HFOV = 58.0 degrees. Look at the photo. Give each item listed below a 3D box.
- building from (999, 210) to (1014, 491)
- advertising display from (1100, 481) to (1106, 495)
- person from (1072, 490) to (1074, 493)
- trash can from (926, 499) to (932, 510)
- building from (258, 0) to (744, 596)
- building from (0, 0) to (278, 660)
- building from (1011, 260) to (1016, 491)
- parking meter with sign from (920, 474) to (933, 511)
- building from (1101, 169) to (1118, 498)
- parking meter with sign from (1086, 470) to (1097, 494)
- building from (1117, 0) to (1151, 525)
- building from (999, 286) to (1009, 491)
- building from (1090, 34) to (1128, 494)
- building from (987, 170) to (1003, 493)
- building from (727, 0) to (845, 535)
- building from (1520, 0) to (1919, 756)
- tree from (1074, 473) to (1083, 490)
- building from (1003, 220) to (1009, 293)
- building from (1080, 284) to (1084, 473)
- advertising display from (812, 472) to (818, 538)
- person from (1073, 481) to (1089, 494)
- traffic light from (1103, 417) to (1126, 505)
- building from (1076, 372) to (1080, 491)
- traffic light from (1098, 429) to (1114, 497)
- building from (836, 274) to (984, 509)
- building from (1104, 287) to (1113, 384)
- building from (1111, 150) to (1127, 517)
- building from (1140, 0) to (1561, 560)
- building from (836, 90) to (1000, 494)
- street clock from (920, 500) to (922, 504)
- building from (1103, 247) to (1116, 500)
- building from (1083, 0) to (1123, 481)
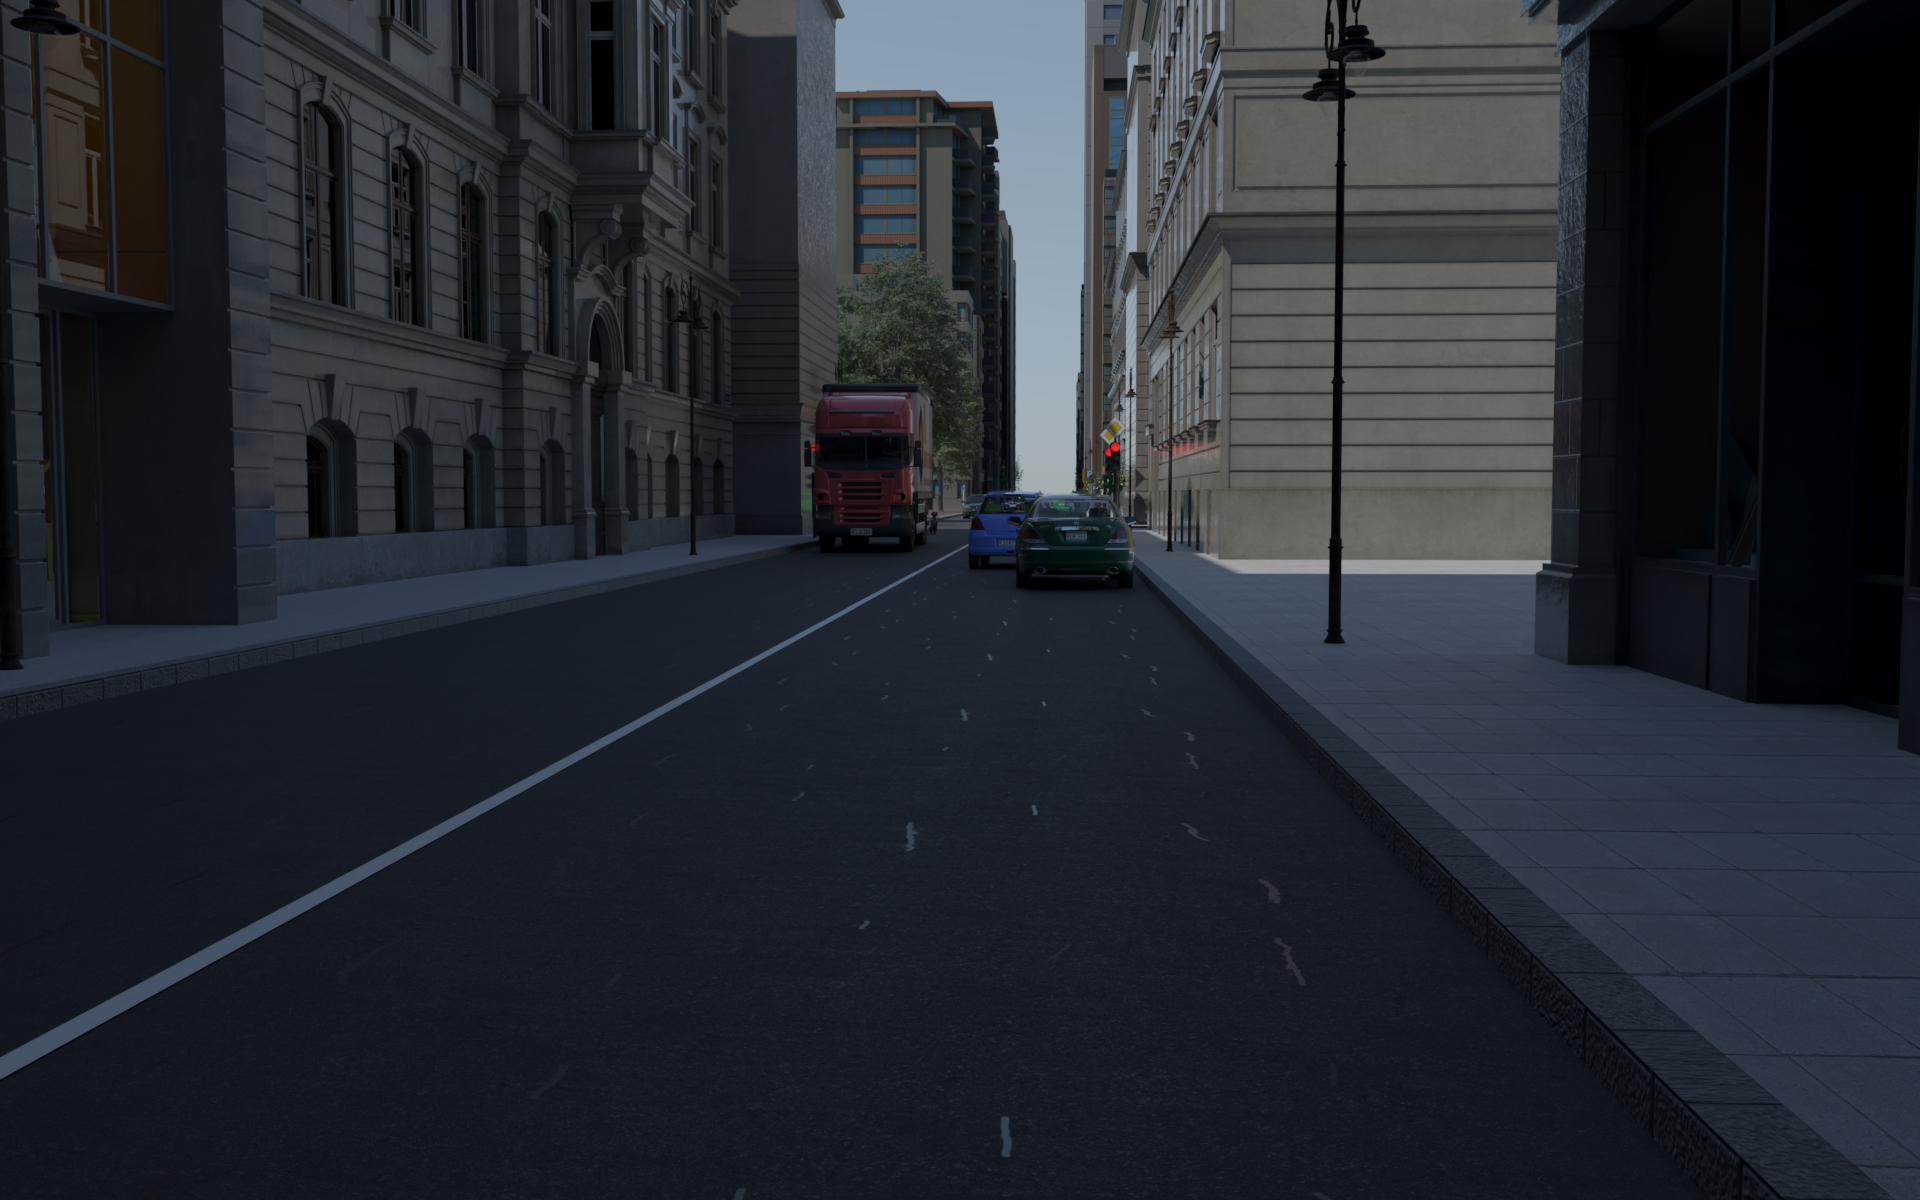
[{"bbox_3d":[1.484,-38.509,279.733,14.600,45.320,14.200,0,4,3],"label":"building"},{"bbox_3d":[6.685,-4.644,81.150,0.123,1.923,0.974,0,4,-4],"label":"advertising display"},{"bbox_3d":[9.468,-8.454,147.167,0.683,1.767,0.568,0,4,4],"label":"person"},{"bbox_3d":[-2.465,-7.843,139.892,0.748,1.137,0.748,0,3,0],"label":"trash can"},{"bbox_3d":[-12.926,-13.199,34.890,14.460,24.649,34.723,0,4,3],"label":"building"},{"bbox_3d":[-13.235,-13.761,2.494,11.434,29.767,29.804,0,4,3],"label":"building"},{"bbox_3d":[2.316,-37.354,294.324,14.154,41.232,14.086,0,4,3],"label":"building"},{"bbox_3d":[-2.947,-8.335,132.538,1.738,3.016,0.543,0,3,0],"label":"parking meter with sign"},{"bbox_3d":[19.803,-23.510,156.095,14.160,30.474,14.107,0,4,3],"label":"building"},{"bbox_3d":[9.666,-7.937,126.031,0.543,3.016,1.738,-1,4,-13],"label":"parking meter with sign"},{"bbox_3d":[19.610,-17.028,75.668,25.104,27.353,12.463,0,4,3],"label":"building"},{"bbox_3d":[-0.607,-28.481,237.370,14.160,30.474,14.107,0,4,3],"label":"building"},{"bbox_3d":[19.872,-31.804,170.108,14.600,45.320,14.200,0,4,3],"label":"building"},{"bbox_3d":[-2.387,-32.384,213.070,14.154,41.232,14.086,0,4,3],"label":"building"},{"bbox_3d":[-13.547,-12.814,58.663,18.267,20.994,9.793,0,4,3],"label":"building"},{"bbox_3d":[8.953,-9.832,11.662,10.553,20.767,40.483,0,4,3],"label":"building"},{"bbox_3d":[16.546,-15.008,229.096,4.285,4.588,4.351,0,3,0],"label":"tree"},{"bbox_3d":[-0.210,-34.742,251.618,14.154,41.232,14.086,0,4,3],"label":"building"},{"bbox_3d":[23.485,-28.492,237.553,14.160,30.474,14.107,0,4,3],"label":"building"},{"bbox_3d":[-4.274,-2.803,51.043,0.123,1.923,0.974,0,4,-1],"label":"advertising display"},{"bbox_3d":[3.661,-2.702,52.699,0.660,1.820,0.620,-1,4,-18],"label":"person"},{"bbox_3d":[5.624,-4.530,62.979,0.839,4.253,0.868,0,4,3],"label":"traffic light"},{"bbox_3d":[31.340,-25.346,259.445,27.650,21.520,28.899,0,4,3],"label":"building"},{"bbox_3d":[6.095,-5.017,70.950,0.839,4.253,0.868,0,4,3],"label":"traffic light"},{"bbox_3d":[-12.260,-19.412,162.419,27.650,21.520,28.899,0,4,3],"label":"building"},{"bbox_3d":[17.237,-18.265,134.791,11.583,22.565,21.152,0,4,3],"label":"building"},{"bbox_3d":[13.496,-15.102,96.070,9.793,20.994,18.267,0,4,3],"label":"building"},{"bbox_3d":[13.136,-13.065,46.896,16.112,22.955,30.059,0,4,3],"label":"building"},{"bbox_3d":[-6.989,-32.766,190.356,22.147,44.769,28.867,0,4,3],"label":"building"},{"bbox_3d":[-2.479,-6.562,111.858,0.471,2.002,0.358,2,4,25],"label":"street clock"},{"bbox_3d":[14.987,-15.302,114.813,10.561,19.102,19.286,0,4,3],"label":"building"},{"bbox_3d":[24.248,-39.753,191.953,21.231,58.520,28.212,0,4,3],"label":"building"}]
